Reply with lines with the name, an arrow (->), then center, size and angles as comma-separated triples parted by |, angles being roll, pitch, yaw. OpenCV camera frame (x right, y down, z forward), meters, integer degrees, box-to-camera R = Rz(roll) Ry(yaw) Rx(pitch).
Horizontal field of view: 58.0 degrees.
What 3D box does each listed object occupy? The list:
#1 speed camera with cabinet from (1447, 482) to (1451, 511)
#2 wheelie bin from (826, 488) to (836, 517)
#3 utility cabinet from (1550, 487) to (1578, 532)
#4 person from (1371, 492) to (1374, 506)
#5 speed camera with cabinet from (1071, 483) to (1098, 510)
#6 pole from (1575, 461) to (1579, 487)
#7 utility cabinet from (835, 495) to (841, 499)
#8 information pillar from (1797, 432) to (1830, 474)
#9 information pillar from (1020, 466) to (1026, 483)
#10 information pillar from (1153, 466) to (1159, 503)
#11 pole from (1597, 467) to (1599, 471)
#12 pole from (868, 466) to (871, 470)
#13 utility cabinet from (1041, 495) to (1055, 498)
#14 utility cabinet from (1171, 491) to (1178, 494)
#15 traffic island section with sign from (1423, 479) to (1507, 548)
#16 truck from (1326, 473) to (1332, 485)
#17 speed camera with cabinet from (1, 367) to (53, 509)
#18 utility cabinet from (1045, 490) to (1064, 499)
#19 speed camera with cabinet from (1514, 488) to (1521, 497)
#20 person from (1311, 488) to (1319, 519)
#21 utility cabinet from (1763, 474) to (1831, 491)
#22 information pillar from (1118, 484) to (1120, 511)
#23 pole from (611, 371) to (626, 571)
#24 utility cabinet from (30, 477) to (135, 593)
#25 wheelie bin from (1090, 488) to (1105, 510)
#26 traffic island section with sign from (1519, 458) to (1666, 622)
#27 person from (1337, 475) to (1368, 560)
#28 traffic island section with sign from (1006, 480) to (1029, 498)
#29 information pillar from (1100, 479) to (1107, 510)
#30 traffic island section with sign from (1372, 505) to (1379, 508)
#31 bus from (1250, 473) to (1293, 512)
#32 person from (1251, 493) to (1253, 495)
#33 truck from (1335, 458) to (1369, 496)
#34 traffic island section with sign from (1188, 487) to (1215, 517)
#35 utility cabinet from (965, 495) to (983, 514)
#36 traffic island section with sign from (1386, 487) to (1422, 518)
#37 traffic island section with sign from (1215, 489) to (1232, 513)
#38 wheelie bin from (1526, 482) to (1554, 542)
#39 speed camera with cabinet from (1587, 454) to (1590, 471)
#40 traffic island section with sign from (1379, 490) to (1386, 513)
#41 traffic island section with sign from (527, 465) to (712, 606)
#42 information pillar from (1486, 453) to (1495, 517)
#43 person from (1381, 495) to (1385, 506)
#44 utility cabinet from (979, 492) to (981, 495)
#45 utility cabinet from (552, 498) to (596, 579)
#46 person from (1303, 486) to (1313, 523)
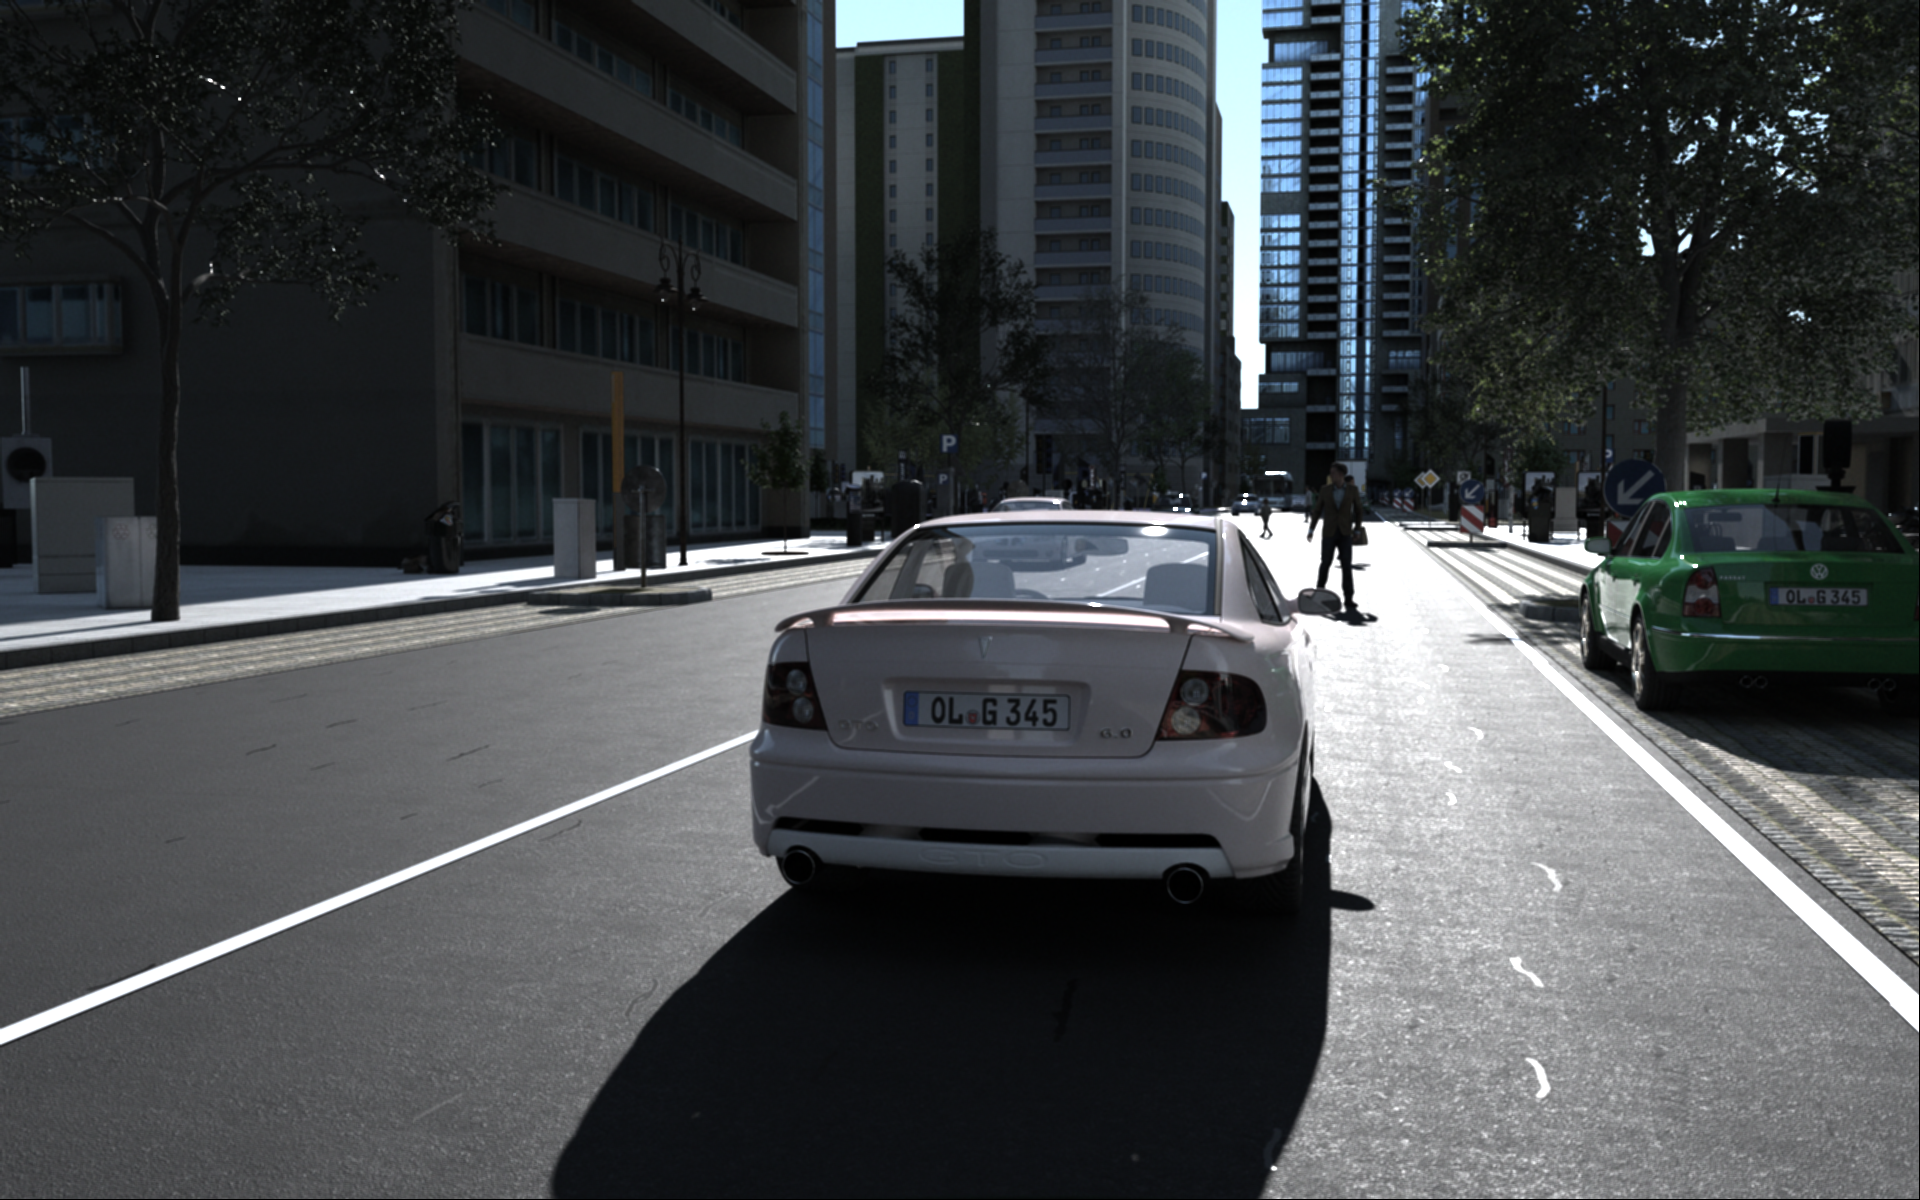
speed camera with cabinet -> 37.427, -8.499, 133.289 | 0.660, 3.252, 2.038 | 2, 4, 23
wheelie bin -> -7.074, -5.210, 93.097 | 0.693, 1.594, 0.980 | -3, 4, -36
utility cabinet -> 19.820, -2.975, 57.322 | 1.173, 1.500, 0.318 | 0, 4, -1
person -> 51.323, -12.629, 215.698 | 0.721, 1.735, 1.217 | 3, 4, 38
speed camera with cabinet -> 9.499, -8.430, 132.168 | 2.038, 3.252, 0.660 | 2, 4, 24
pole -> 38.403, -6.974, 107.870 | 0.158, 3.312, 0.155 | 0, 3, 0
utility cabinet -> -8.294, -6.336, 114.754 | 1.020, 1.237, 0.306 | -2, 4, -29
information pillar -> 10.265, -0.997, 20.792 | 0.304, 2.012, 0.304 | -1, 4, -14
information pillar -> 5.176, -9.184, 141.517 | 0.504, 3.616, 0.183 | 0, 4, -3
information pillar -> 15.950, -9.145, 140.871 | 0.504, 3.616, 0.183 | 0, 4, -4
pole -> 48.538, -8.438, 131.804 | 0.158, 3.312, 0.155 | 0, 3, 0
pole -> -6.609, -8.092, 126.146 | 0.158, 3.312, 0.155 | 0, 3, 0
utility cabinet -> 4.033, -4.418, 83.403 | 1.020, 1.237, 0.306 | 2, 4, 25
utility cabinet -> 18.057, -8.521, 148.000 | 1.173, 1.500, 0.318 | -2, 4, -26
traffic island section with sign -> 13.643, -2.329, 46.701 | 1.989, 1.847, 2.006 | 1, 4, 13
truck -> 35.682, -10.118, 161.346 | 3.469, 3.379, 9.791 | 1, 4, 14
speed camera with cabinet -> -15.080, -1.971, 26.566 | 2.038, 3.252, 0.660 | -2, 4, -25
utility cabinet -> 5.150, -5.280, 95.005 | 0.318, 1.500, 1.173 | -3, 5, -44
speed camera with cabinet -> 42.553, -8.275, 129.632 | 2.038, 3.252, 0.660 | 2, 4, 32
person -> 20.307, -5.565, 99.739 | 0.600, 1.795, 0.529 | 3, 5, 41
utility cabinet -> 9.340, -0.654, 19.376 | 1.173, 1.500, 0.318 | -3, 5, -44
information pillar -> 9.824, -6.331, 108.001 | 0.304, 2.012, 0.304 | 0, 4, -4
pole -> -5.703, -2.145, 28.907 | 0.158, 3.312, 0.155 | 0, 3, 0
utility cabinet -> -11.459, -0.854, 22.649 | 1.173, 1.500, 0.318 | -3, 5, -40
wheelie bin -> 6.792, -4.751, 85.587 | 0.693, 1.594, 0.980 | 1, 4, 8
traffic island section with sign -> 7.554, -0.696, 20.011 | 1.989, 1.847, 2.006 | 1, 4, 13
person -> 8.070, -1.682, 35.982 | 0.794, 1.824, 0.713 | -2, 4, -25
traffic island section with sign -> 1.601, -2.488, 49.312 | 1.989, 1.847, 2.006 | 1, 4, 13
information pillar -> 7.175, -5.021, 86.587 | 0.304, 2.012, 0.304 | -1, 4, -13
traffic island section with sign -> 43.379, -10.290, 176.868 | 1.989, 1.847, 2.006 | 1, 4, 13
bus -> 26.154, -9.162, 144.656 | 2.948, 3.499, 13.247 | 1, 4, 14
person -> 26.956, -9.155, 158.631 | 0.568, 1.767, 0.683 | 0, 4, -6
truck -> 31.944, -9.318, 141.266 | 2.839, 4.237, 11.283 | 1, 4, 13
traffic island section with sign -> 13.994, -5.810, 103.618 | 1.989, 1.847, 2.006 | 1, 4, 13
utility cabinet -> 0.940, -6.116, 111.162 | 1.020, 1.237, 0.306 | -1, 4, -14
traffic island section with sign -> 26.274, -5.710, 101.993 | 1.989, 1.847, 2.006 | 1, 4, 13
traffic island section with sign -> 20.034, -7.422, 129.978 | 1.989, 1.847, 2.006 | 1, 4, 13
wheelie bin -> 15.426, -2.334, 46.075 | 0.693, 1.594, 0.980 | 1, 4, 17
speed camera with cabinet -> 31.204, -5.562, 85.270 | 0.660, 3.252, 2.038 | 1, 4, 13
traffic island section with sign -> 32.262, -7.318, 128.277 | 1.989, 1.847, 2.006 | 1, 4, 13
traffic island section with sign -> -4.404, -0.881, 23.032 | 1.989, 1.847, 2.006 | 1, 4, 13
information pillar -> 29.778, -6.483, 97.357 | 0.504, 3.616, 0.183 | 0, 4, 1
person -> 48.060, -11.454, 196.331 | 0.434, 1.755, 0.990 | -1, 4, -18
utility cabinet -> 1.294, -8.830, 153.048 | 1.173, 1.500, 0.318 | -3, 4, -36
utility cabinet -> -5.909, -0.943, 26.574 | 0.306, 1.237, 1.020 | -2, 4, -35
person -> 17.618, -4.819, 87.139 | 0.795, 1.843, 0.661 | 0, 4, 5
